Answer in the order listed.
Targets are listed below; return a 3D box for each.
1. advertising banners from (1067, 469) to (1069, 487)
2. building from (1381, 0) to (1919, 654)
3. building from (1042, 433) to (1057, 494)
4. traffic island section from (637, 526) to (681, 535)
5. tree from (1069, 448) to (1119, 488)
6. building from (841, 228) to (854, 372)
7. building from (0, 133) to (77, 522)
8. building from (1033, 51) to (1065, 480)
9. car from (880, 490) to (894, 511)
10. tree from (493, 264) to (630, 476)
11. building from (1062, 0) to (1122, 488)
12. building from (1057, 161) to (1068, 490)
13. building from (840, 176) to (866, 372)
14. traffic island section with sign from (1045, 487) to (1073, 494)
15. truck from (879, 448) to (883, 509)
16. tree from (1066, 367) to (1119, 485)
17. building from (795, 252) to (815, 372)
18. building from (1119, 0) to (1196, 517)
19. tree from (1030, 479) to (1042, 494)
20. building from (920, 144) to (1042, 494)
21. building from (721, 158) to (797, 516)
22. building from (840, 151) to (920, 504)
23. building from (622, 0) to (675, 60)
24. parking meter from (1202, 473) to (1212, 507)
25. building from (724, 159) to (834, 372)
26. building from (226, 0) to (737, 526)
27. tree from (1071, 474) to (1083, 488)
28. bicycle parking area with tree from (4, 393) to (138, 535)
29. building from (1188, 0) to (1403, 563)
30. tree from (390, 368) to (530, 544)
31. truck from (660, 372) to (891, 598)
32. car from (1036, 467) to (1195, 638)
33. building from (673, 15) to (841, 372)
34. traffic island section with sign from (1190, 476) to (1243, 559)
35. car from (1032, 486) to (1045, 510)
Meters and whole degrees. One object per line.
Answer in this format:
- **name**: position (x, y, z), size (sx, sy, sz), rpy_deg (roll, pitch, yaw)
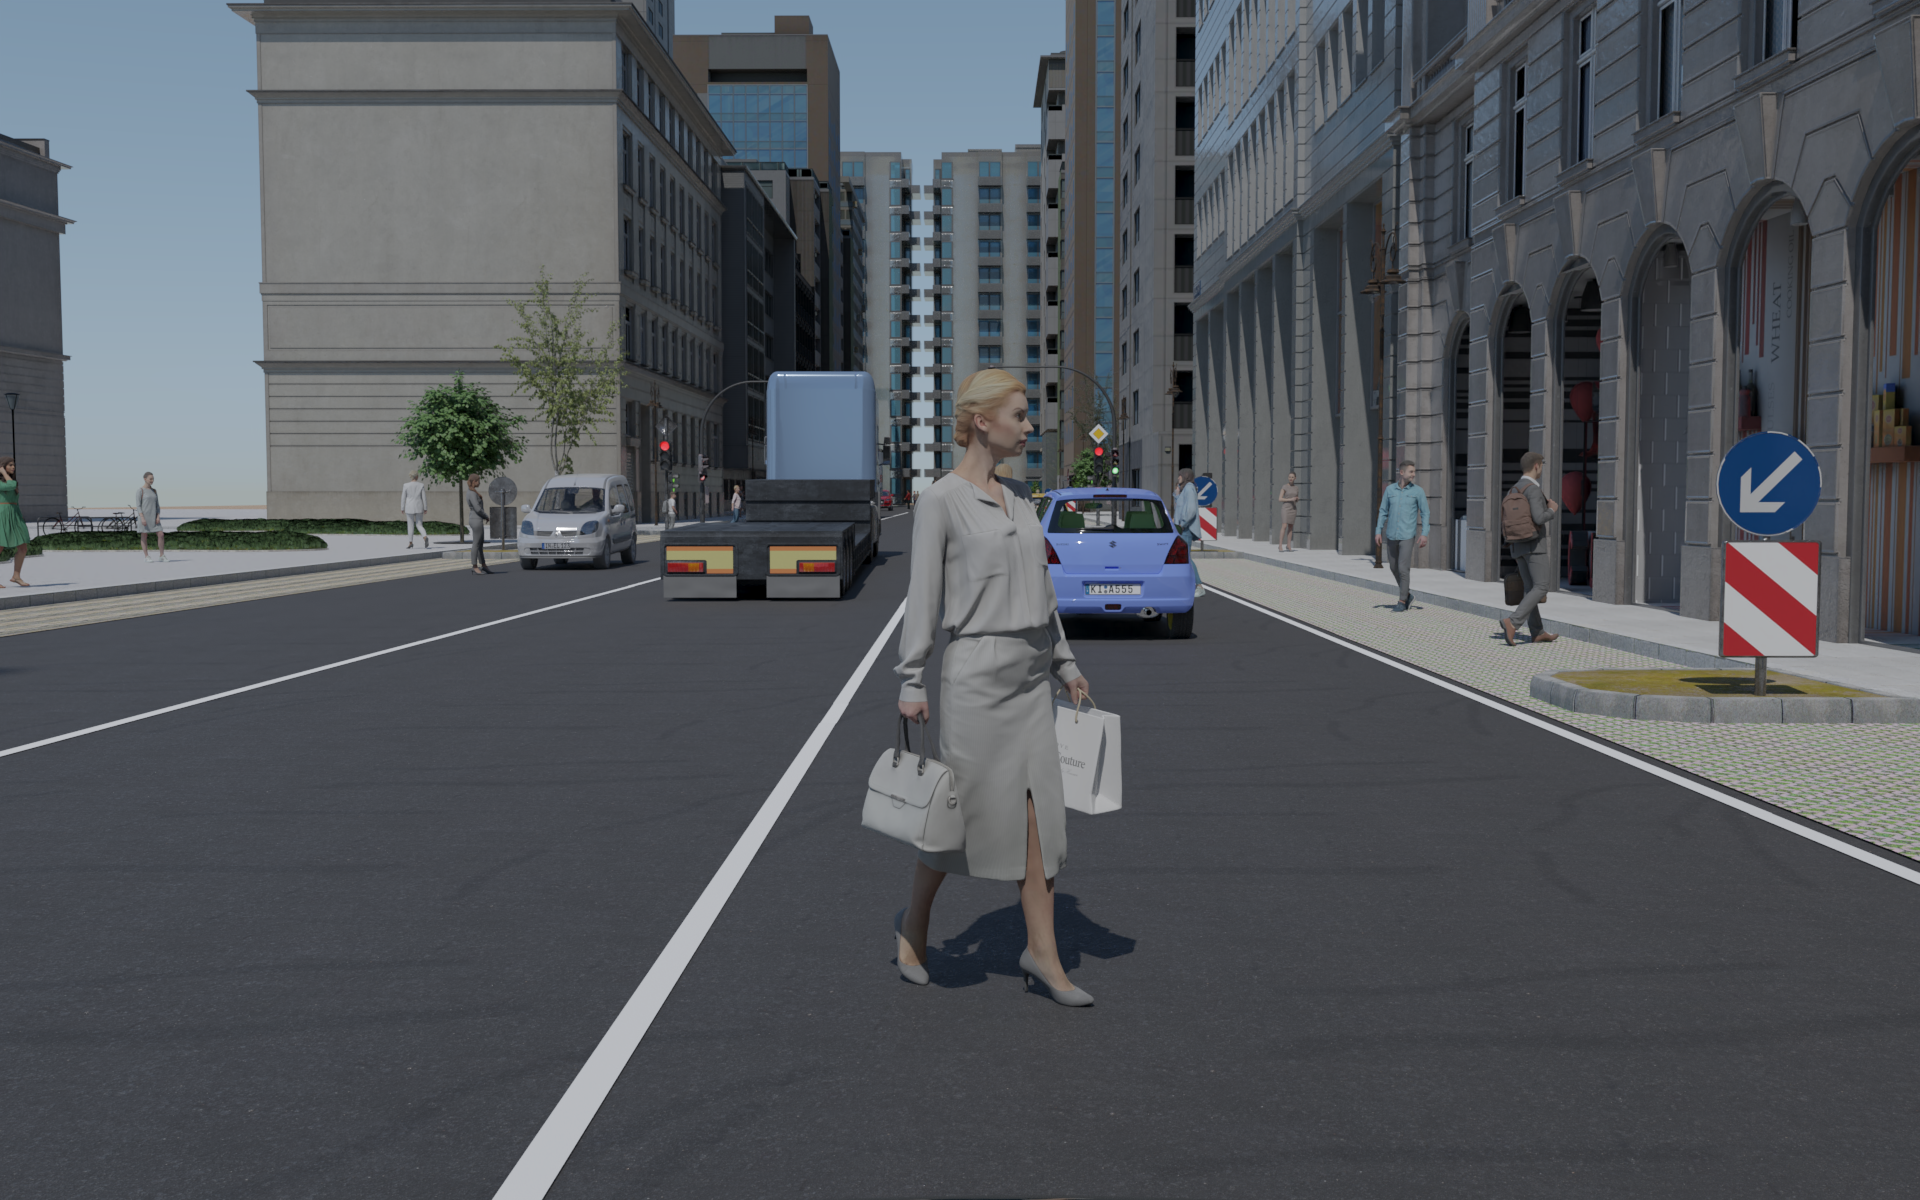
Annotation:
- **advertising banners**: position (7.512, -7.477, 118.440), size (0.090, 3.025, 2.074), rpy_deg (0, 4, -5)
- **building**: position (13.432, -10.801, 18.389), size (13.314, 21.916, 24.055), rpy_deg (0, 4, 1)
- **building**: position (20.090, -52.665, 173.738), size (22.319, 86.520, 31.000), rpy_deg (0, 4, 1)
- **traffic island section**: position (-10.455, -2.411, 61.703), size (2.009, 0.180, 2.903), rpy_deg (0, 4, 1)
- **tree**: position (8.366, -7.479, 105.993), size (4.285, 4.588, 4.351), rpy_deg (0, 3, 0)
- **building**: position (-18.589, -25.065, 181.519), size (14.160, 30.474, 14.107), rpy_deg (0, 4, 1)
- **building**: position (-54.038, -14.326, 76.030), size (24.055, 21.916, 13.314), rpy_deg (0, 4, 1)
- **building**: position (23.380, -37.653, 204.873), size (28.713, 52.752, 27.495), rpy_deg (0, 4, 1)
- **car**: position (-6.811, -8.554, 148.530), size (2.281, 1.827, 5.304), rpy_deg (0, 4, 0)
- **tree**: position (-12.955, -6.497, 56.595), size (4.737, 8.622, 4.395), rpy_deg (0, 3, 0)
- **building**: position (15.230, -29.455, 131.701), size (14.600, 45.320, 14.200), rpy_deg (0, 4, 1)
- **building**: position (15.559, -23.319, 152.964), size (14.160, 30.474, 14.107), rpy_deg (0, 4, 1)
- **building**: position (-23.416, -31.343, 204.340), size (23.993, 40.220, 32.217), rpy_deg (0, 4, 1)
- **traffic island section with sign**: position (5.813, -5.229, 94.123), size (1.989, 1.847, 2.006), rpy_deg (0, 4, 1)
- **truck**: position (-6.138, -6.959, 102.698), size (2.839, 4.237, 11.283), rpy_deg (0, 4, 1)
- **tree**: position (8.228, -9.152, 99.993), size (4.360, 8.622, 3.978), rpy_deg (0, 3, 0)
- **building**: position (-18.334, -18.795, 136.981), size (12.332, 23.373, 15.834), rpy_deg (0, 4, 1)
- **building**: position (18.131, -38.980, 75.575), size (20.611, 71.187, 20.563), rpy_deg (0, 4, 1)
- **tree**: position (9.791, -13.926, 222.287), size (1.663, 3.219, 1.824), rpy_deg (0, 3, 0)
- **building**: position (10.377, -37.927, 239.719), size (30.456, 49.044, 23.786), rpy_deg (0, 4, 1)
- **building**: position (-19.294, -18.042, 114.047), size (14.314, 24.678, 30.058), rpy_deg (0, 4, 1)
- **building**: position (-20.586, -37.936, 239.865), size (30.456, 49.044, 23.786), rpy_deg (0, 4, 1)
- **building**: position (-45.965, -47.183, 209.686), size (20.611, 71.187, 20.563), rpy_deg (0, 4, 1)
- **parking meter**: position (6.787, -2.568, 47.701), size (0.255, 1.863, 0.399), rpy_deg (0, 4, -2)
- **building**: position (-18.741, -23.337, 153.265), size (14.160, 30.474, 14.107), rpy_deg (0, 4, 1)
- **building**: position (-20.877, -15.341, 84.111), size (16.112, 22.955, 30.059), rpy_deg (0, 4, 1)
- **tree**: position (8.618, -7.940, 124.414), size (1.663, 3.219, 1.824), rpy_deg (0, 3, 0)
- **bicycle parking area with tree**: position (-29.053, -3.880, 50.442), size (8.231, 4.147, 9.016), rpy_deg (3, 5, 40)
- **building**: position (13.478, -16.421, 45.969), size (11.434, 29.767, 29.804), rpy_deg (0, 4, 1)
- **tree**: position (-13.025, -3.743, 44.909), size (4.285, 4.588, 4.351), rpy_deg (0, 3, 0)
- **truck**: position (-2.945, -2.601, 32.280), size (2.967, 4.110, 18.799), rpy_deg (0, 4, -1)
- **car**: position (1.462, -0.545, 18.507), size (1.945, 1.707, 3.694), rpy_deg (0, 4, -1)
- **building**: position (-18.942, -31.610, 166.942), size (14.600, 45.320, 14.200), rpy_deg (0, 4, 1)
- **traffic island section with sign**: position (5.267, -1.860, 39.039), size (1.989, 1.847, 2.006), rpy_deg (0, 4, 1)
- **car**: position (1.832, -1.906, 41.388), size (2.015, 1.641, 3.980), rpy_deg (0, 3, 0)
